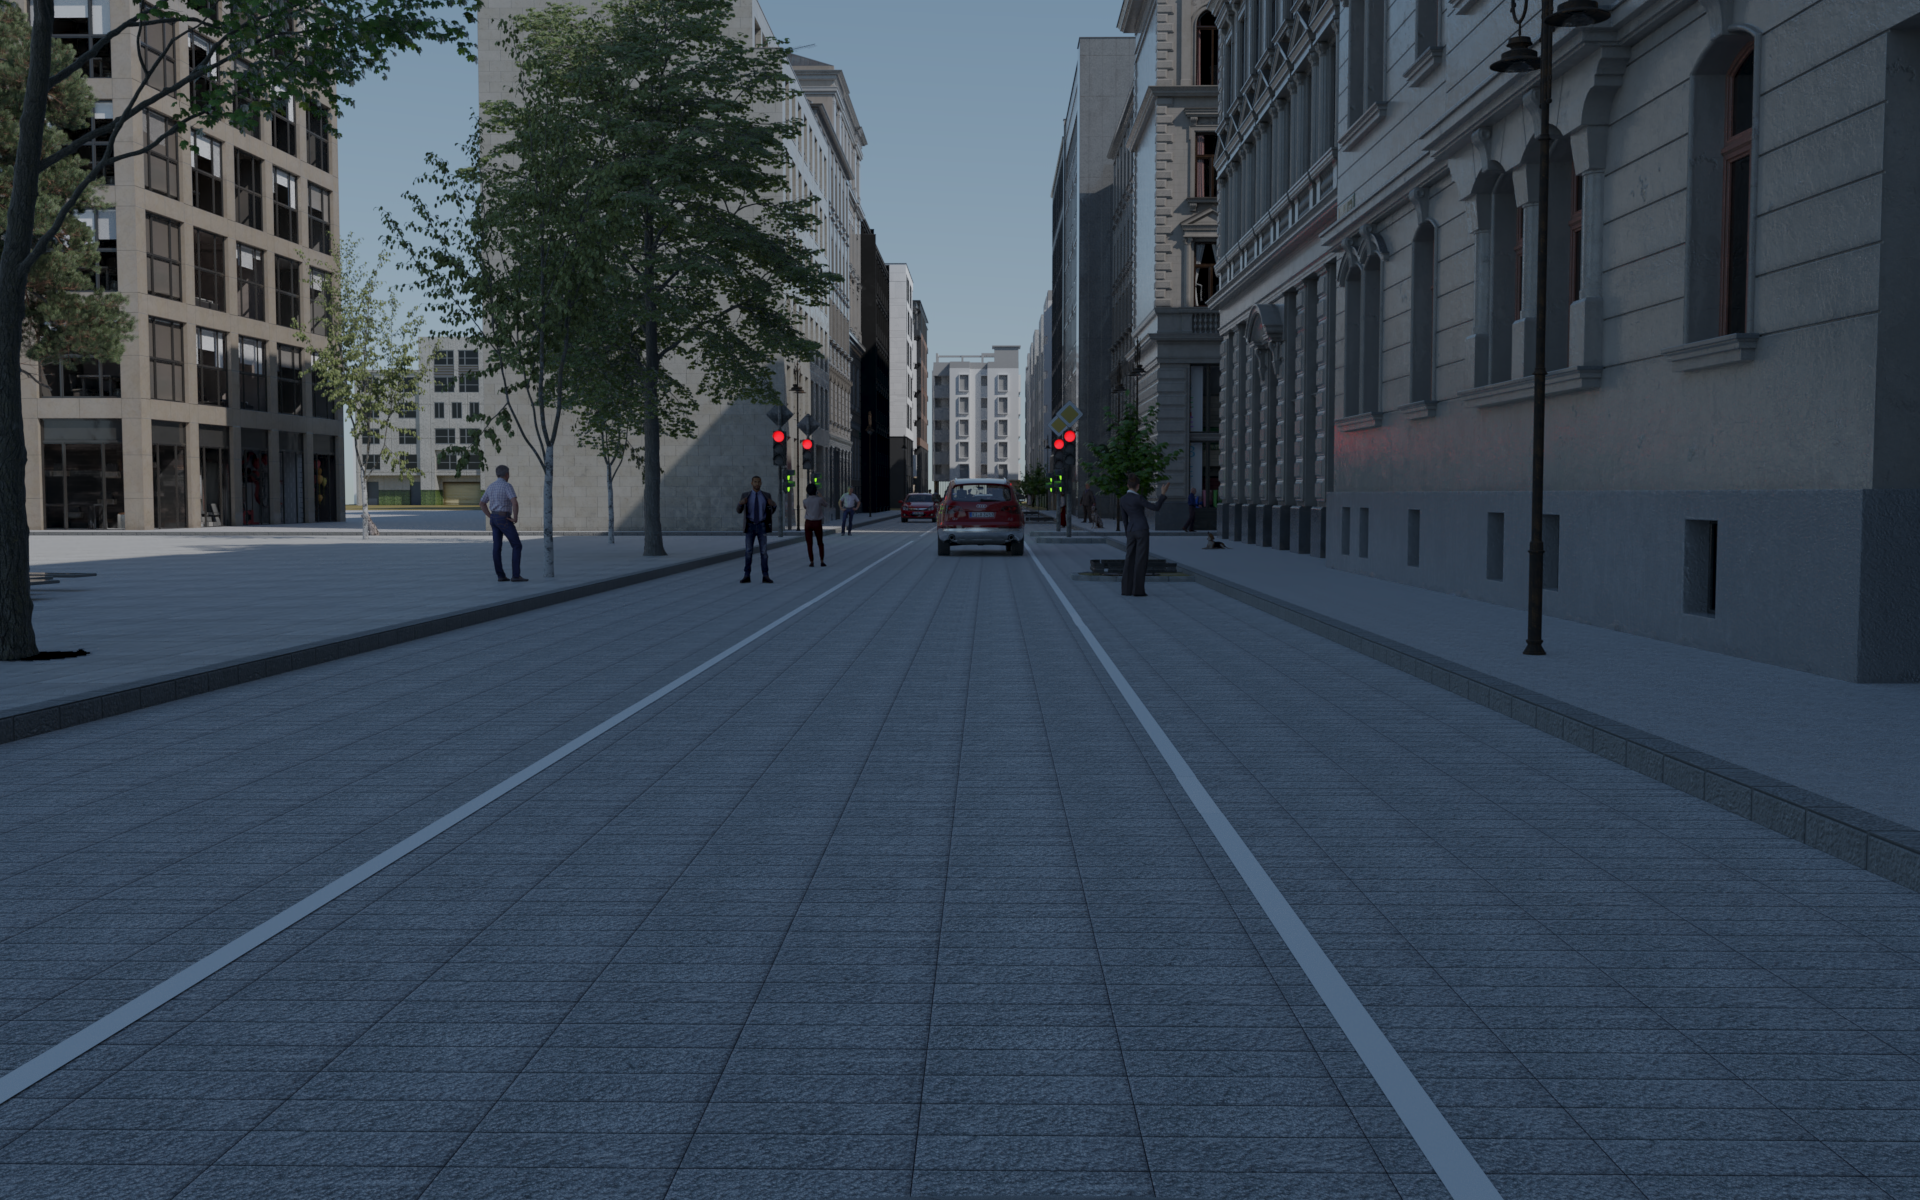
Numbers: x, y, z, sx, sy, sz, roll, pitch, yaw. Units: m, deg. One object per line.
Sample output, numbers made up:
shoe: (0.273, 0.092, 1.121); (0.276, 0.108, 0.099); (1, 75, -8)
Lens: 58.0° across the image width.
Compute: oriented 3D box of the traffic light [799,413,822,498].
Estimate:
traffic light: (-5.196, -4.299, 59.530); (0.839, 4.213, 0.868); (0, 4, 1)

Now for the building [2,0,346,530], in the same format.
building: (-45.715, -16.264, 70.432); (34.151, 26.468, 19.350); (0, 4, 1)

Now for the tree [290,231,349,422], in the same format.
tree: (-16.674, -6.002, 48.503); (4.737, 8.622, 4.395); (0, 3, 0)

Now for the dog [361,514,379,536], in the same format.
dog: (-19.154, -2.417, 56.352); (0.513, 0.831, 0.800); (-2, 4, -29)

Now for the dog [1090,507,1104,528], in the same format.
dog: (5.247, -3.085, 64.818); (0.800, 0.831, 0.513); (0, 4, -2)

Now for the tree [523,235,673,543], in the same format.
tree: (-9.093, -5.760, 44.544); (4.360, 8.622, 3.978); (0, 3, 0)

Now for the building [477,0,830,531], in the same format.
building: (-11.092, -13.028, 67.762); (10.420, 20.320, 16.860); (0, 4, 1)

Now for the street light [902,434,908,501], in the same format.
street light: (-4.296, -9.838, 133.639); (0.468, 5.910, 1.993); (0, 4, 1)

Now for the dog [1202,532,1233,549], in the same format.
dog: (6.002, -1.381, 40.318); (0.748, 0.427, 0.550); (1, 4, 8)

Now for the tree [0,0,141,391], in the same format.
tree: (-20.582, -7.808, 35.082); (7.806, 13.903, 7.818); (0, 3, 0)

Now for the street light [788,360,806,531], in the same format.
street light: (-5.608, -5.330, 59.928); (0.468, 5.910, 1.993); (0, 4, 1)

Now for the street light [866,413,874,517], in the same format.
street light: (-5.025, -7.584, 96.785); (0.468, 5.910, 1.993); (0, 4, 1)

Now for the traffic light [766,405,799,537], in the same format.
traffic light: (-5.337, -3.810, 51.546); (0.839, 4.213, 0.868); (0, 4, 1)

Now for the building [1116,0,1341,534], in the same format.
building: (16.158, -14.418, 64.609); (19.941, 23.489, 11.050); (0, 4, 1)

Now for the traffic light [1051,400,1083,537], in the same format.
traffic light: (3.223, -3.802, 51.412); (0.839, 4.213, 0.868); (0, 4, 1)

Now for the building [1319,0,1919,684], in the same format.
building: (12.412, -14.118, 18.216); (14.401, 28.519, 23.554); (0, 4, 1)

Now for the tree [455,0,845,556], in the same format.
tree: (-6.238, -7.168, 35.319); (7.486, 12.596, 7.792); (0, 3, 0)

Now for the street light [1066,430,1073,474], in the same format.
street light: (6.067, -7.608, 97.177); (0.468, 5.910, 1.993); (0, 4, 1)

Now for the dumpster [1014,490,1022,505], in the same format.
dumpster: (4.936, -9.506, 163.641); (1.865, 1.857, 1.264); (0, 4, -1)

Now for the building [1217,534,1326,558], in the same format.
building: (12.108, -12.943, 40.497); (11.050, 23.489, 19.941); (0, 4, 1)

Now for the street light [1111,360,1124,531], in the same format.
street light: (5.473, -5.319, 59.749); (0.468, 5.910, 1.993); (0, 4, 1)

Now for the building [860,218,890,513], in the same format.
building: (-11.621, -17.979, 123.641); (12.332, 23.373, 15.834); (0, 4, 1)

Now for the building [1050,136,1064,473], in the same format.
building: (13.845, -20.070, 121.647); (14.314, 27.812, 24.014); (0, 4, 1)

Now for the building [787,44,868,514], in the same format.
building: (-12.918, -19.540, 105.378); (13.634, 28.700, 20.117); (0, 4, 1)

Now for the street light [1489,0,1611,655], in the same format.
street light: (4.597, -2.501, 13.683); (0.468, 5.910, 1.993); (0, 4, 1)

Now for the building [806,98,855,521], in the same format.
building: (-10.794, -14.493, 86.119); (9.793, 20.994, 18.267); (0, 4, 1)

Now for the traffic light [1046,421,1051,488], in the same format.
traffic light: (3.364, -4.291, 59.396); (0.839, 4.213, 0.868); (0, 4, 1)

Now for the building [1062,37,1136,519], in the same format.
building: (12.354, -17.236, 99.829); (12.078, 24.808, 19.932); (0, 4, 1)

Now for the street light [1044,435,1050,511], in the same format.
street light: (6.785, -9.862, 134.032); (0.468, 5.910, 1.993); (0, 4, 1)

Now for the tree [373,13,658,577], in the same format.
tree: (-6.510, -4.665, 26.642); (4.737, 8.622, 4.395); (0, 3, 0)

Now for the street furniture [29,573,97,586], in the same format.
street furniture: (-15.892, -0.690, 18.130); (9.812, 1.723, 11.010); (0, 4, 8)

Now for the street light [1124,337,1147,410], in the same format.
street light: (5.212, -4.784, 51.012); (0.468, 5.910, 1.993); (0, 4, 1)

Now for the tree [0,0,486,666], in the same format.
tree: (-7.413, -5.333, 12.950); (9.928, 11.665, 9.643); (0, 3, 0)
